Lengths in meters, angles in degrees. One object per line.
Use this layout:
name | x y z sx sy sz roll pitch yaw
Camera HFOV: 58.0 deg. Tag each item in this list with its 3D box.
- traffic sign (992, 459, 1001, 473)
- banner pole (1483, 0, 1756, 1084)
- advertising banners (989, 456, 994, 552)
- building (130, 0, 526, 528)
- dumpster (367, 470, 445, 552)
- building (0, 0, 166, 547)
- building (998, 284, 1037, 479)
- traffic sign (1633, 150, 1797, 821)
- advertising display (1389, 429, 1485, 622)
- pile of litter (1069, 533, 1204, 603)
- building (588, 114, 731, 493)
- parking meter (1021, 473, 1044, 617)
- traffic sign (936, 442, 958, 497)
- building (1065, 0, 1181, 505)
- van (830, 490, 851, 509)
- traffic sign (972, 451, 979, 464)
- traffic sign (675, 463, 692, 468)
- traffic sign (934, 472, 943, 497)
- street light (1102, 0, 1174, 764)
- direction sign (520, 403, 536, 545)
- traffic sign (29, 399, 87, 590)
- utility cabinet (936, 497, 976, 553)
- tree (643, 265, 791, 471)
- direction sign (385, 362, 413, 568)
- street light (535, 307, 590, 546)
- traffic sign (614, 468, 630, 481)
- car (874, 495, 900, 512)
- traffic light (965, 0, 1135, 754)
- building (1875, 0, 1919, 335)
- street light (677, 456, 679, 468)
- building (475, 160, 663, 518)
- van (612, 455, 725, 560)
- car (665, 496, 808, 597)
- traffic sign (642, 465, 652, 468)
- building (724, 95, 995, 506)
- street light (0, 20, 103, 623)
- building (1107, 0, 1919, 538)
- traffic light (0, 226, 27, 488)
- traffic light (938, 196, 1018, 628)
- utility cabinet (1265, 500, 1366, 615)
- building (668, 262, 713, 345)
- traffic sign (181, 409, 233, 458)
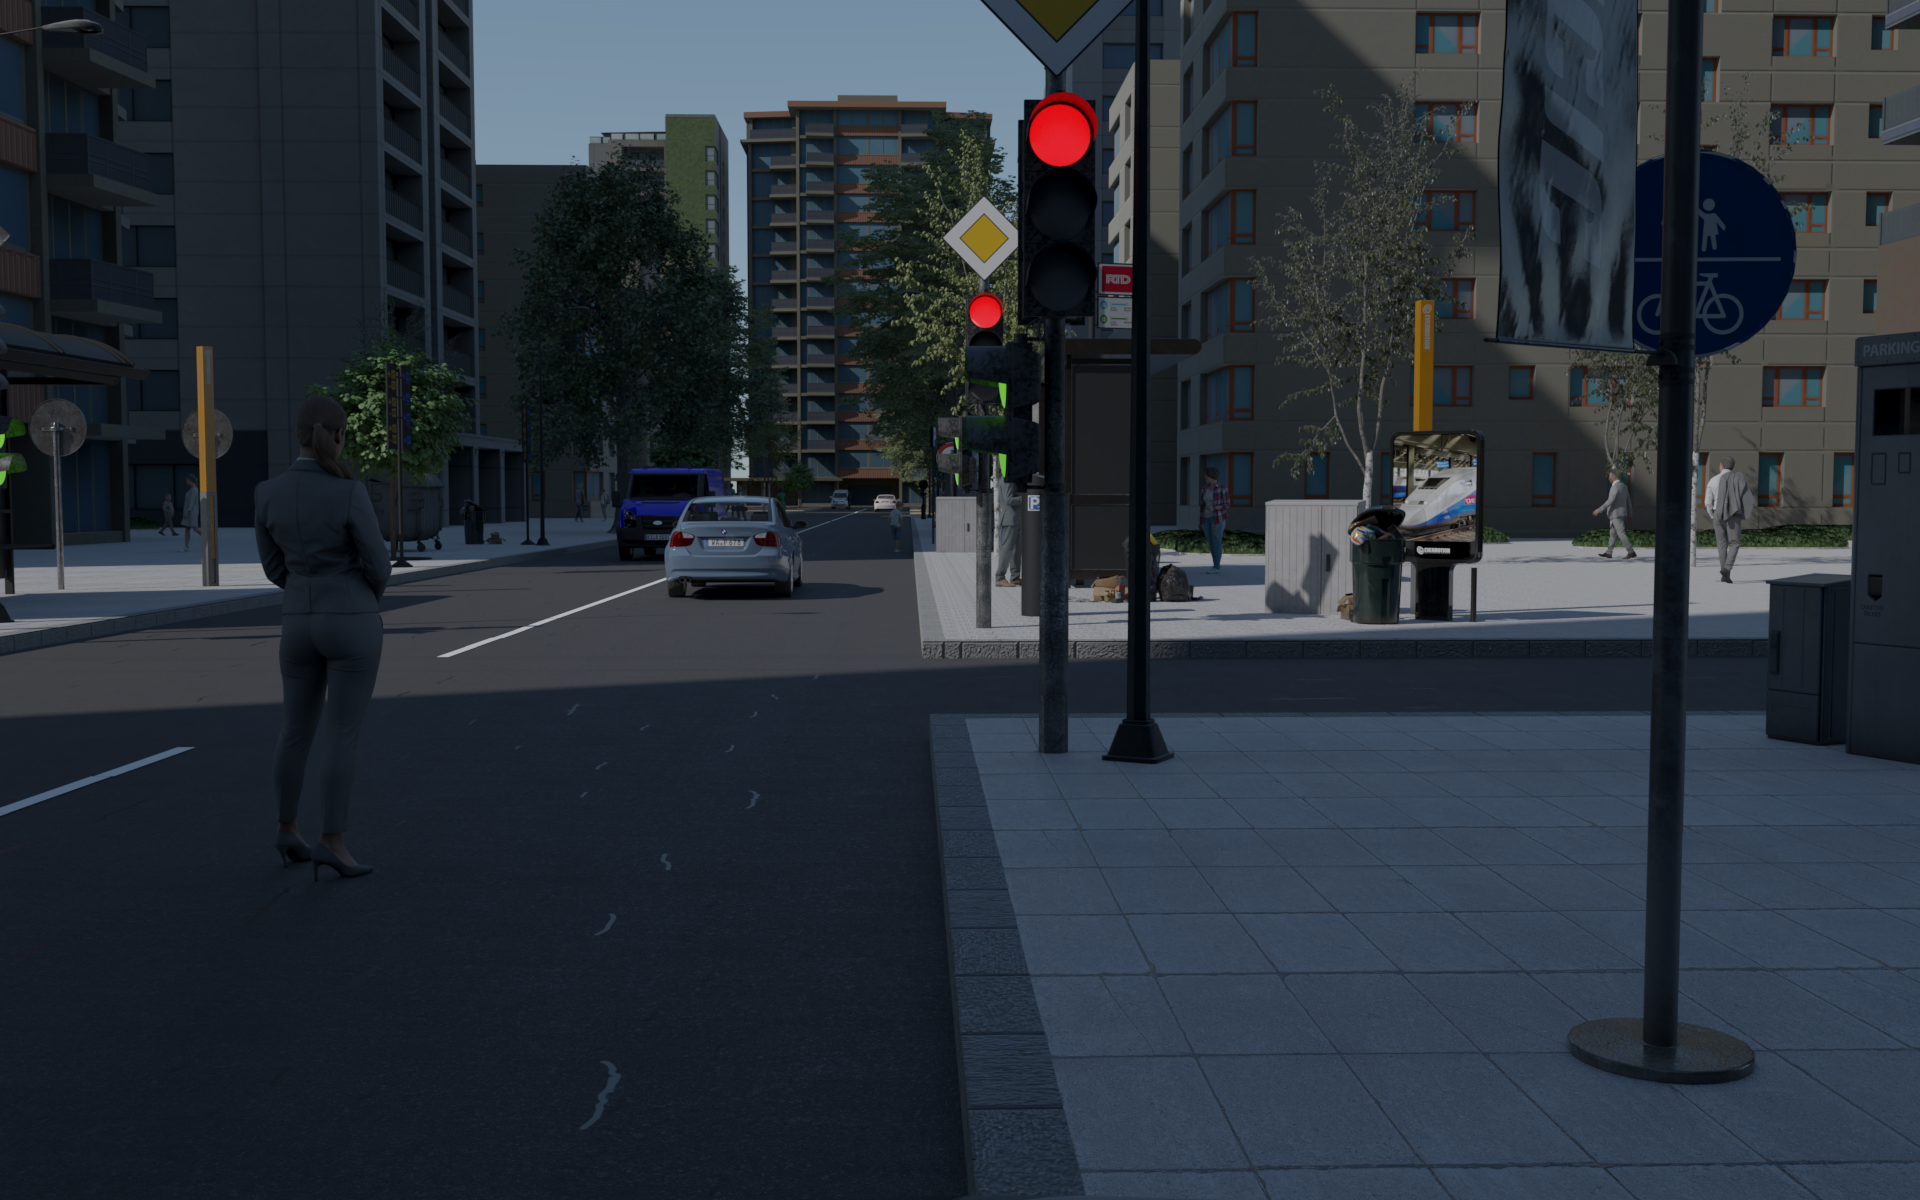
traffic sign | 1.223 -2.789 45.711 0.768 2.556 0.104 0 4 7
banner pole | 1.409 -0.838 3.711 0.863 3.779 0.401 -2 4 -35
advertising banners | 0.739 -2.628 39.161 0.090 3.025 2.074 0 4 3
building | -30.206 -38.879 73.917 20.563 71.187 20.611 0 4 -2
dumpster | -12.446 -2.029 38.928 1.264 1.857 1.865 0 4 -2
building | -31.565 -23.350 36.397 22.147 44.769 28.867 0 4 -2
building | 11.072 -25.647 191.025 14.107 30.474 14.160 0 4 -2
traffic sign | 2.713 -0.392 6.520 0.768 2.556 0.104 0 4 2
advertising display | 4.824 -0.756 17.579 0.974 1.923 0.123 3 5 40
pile of litter | 2.090 -0.422 20.862 1.719 0.858 1.176 0 4 5
building | -32.775 -30.954 189.689 14.086 41.232 14.154 0 4 -2
parking meter | 0.832 -0.601 18.243 0.372 1.533 0.369 0 3 0
traffic sign | -0.196 -2.600 42.609 0.768 2.556 0.104 0 4 1
building | 16.539 -34.975 113.833 21.231 58.520 28.212 0 4 -2
van | -11.401 -9.706 165.711 2.013 2.044 4.112 0 4 0
traffic sign | 0.170 -2.803 45.935 0.768 2.556 0.104 0 4 5
traffic sign | -11.184 -4.278 70.047 0.768 2.556 0.104 0 4 4
traffic sign | -0.651 -3.892 63.736 0.768 2.556 0.104 0 4 6
street light | 0.323 -2.182 8.212 1.470 5.913 1.316 0 4 -2
direction sign | -10.919 -3.160 43.667 0.379 3.537 0.876 0 4 -2
traffic sign | -12.065 -1.411 23.172 0.768 2.556 0.104 0 4 -1
utility cabinet | -0.010 -1.643 38.021 1.020 1.237 0.306 0 4 2
tree | -12.037 -10.238 85.521 7.486 12.596 7.792 0 3 0
direction sign | -9.790 -2.341 30.273 0.379 3.537 0.876 1 4 8
street light | -9.868 -4.311 43.033 1.470 5.913 1.316 0 4 -2
traffic sign | -13.581 -4.291 70.162 0.884 2.594 0.081 0 4 5
car | -5.842 -7.653 137.492 2.083 1.381 4.827 0 4 -1
traffic light | 0.447 -1.198 8.510 0.839 4.253 0.868 0 4 -2
building | 27.478 -23.258 30.384 14.200 45.320 14.600 0 4 -2
street light | -10.711 -5.904 69.072 1.470 5.913 1.316 0 4 -2
building | -33.845 -15.915 105.258 27.650 21.520 28.899 0 4 -2
van | -6.480 -2.133 39.252 2.240 2.365 5.245 0 4 -2
car | -3.250 -0.816 25.352 2.014 1.417 4.499 0 4 -2
traffic sign | -13.885 -4.708 77.077 0.768 2.556 0.104 0 4 -1
building | -10.861 -32.936 193.133 28.867 44.769 22.147 0 4 -2
street light | -9.103 -2.726 17.115 1.470 5.913 1.316 0 4 -2
building | 20.948 -13.402 64.164 27.650 21.520 28.899 0 4 -2
traffic light | -9.247 -1.668 16.195 0.839 4.253 0.868 0 4 -2
traffic light | 0.209 -1.686 16.492 0.839 4.253 0.868 0 4 -2
utility cabinet | 3.798 -0.452 18.551 1.020 1.237 0.306 2 4 29
building | -36.167 -18.322 144.605 28.899 21.520 27.650 0 4 -2
traffic sign | -11.104 -1.557 25.556 0.768 2.556 0.104 0 4 2
